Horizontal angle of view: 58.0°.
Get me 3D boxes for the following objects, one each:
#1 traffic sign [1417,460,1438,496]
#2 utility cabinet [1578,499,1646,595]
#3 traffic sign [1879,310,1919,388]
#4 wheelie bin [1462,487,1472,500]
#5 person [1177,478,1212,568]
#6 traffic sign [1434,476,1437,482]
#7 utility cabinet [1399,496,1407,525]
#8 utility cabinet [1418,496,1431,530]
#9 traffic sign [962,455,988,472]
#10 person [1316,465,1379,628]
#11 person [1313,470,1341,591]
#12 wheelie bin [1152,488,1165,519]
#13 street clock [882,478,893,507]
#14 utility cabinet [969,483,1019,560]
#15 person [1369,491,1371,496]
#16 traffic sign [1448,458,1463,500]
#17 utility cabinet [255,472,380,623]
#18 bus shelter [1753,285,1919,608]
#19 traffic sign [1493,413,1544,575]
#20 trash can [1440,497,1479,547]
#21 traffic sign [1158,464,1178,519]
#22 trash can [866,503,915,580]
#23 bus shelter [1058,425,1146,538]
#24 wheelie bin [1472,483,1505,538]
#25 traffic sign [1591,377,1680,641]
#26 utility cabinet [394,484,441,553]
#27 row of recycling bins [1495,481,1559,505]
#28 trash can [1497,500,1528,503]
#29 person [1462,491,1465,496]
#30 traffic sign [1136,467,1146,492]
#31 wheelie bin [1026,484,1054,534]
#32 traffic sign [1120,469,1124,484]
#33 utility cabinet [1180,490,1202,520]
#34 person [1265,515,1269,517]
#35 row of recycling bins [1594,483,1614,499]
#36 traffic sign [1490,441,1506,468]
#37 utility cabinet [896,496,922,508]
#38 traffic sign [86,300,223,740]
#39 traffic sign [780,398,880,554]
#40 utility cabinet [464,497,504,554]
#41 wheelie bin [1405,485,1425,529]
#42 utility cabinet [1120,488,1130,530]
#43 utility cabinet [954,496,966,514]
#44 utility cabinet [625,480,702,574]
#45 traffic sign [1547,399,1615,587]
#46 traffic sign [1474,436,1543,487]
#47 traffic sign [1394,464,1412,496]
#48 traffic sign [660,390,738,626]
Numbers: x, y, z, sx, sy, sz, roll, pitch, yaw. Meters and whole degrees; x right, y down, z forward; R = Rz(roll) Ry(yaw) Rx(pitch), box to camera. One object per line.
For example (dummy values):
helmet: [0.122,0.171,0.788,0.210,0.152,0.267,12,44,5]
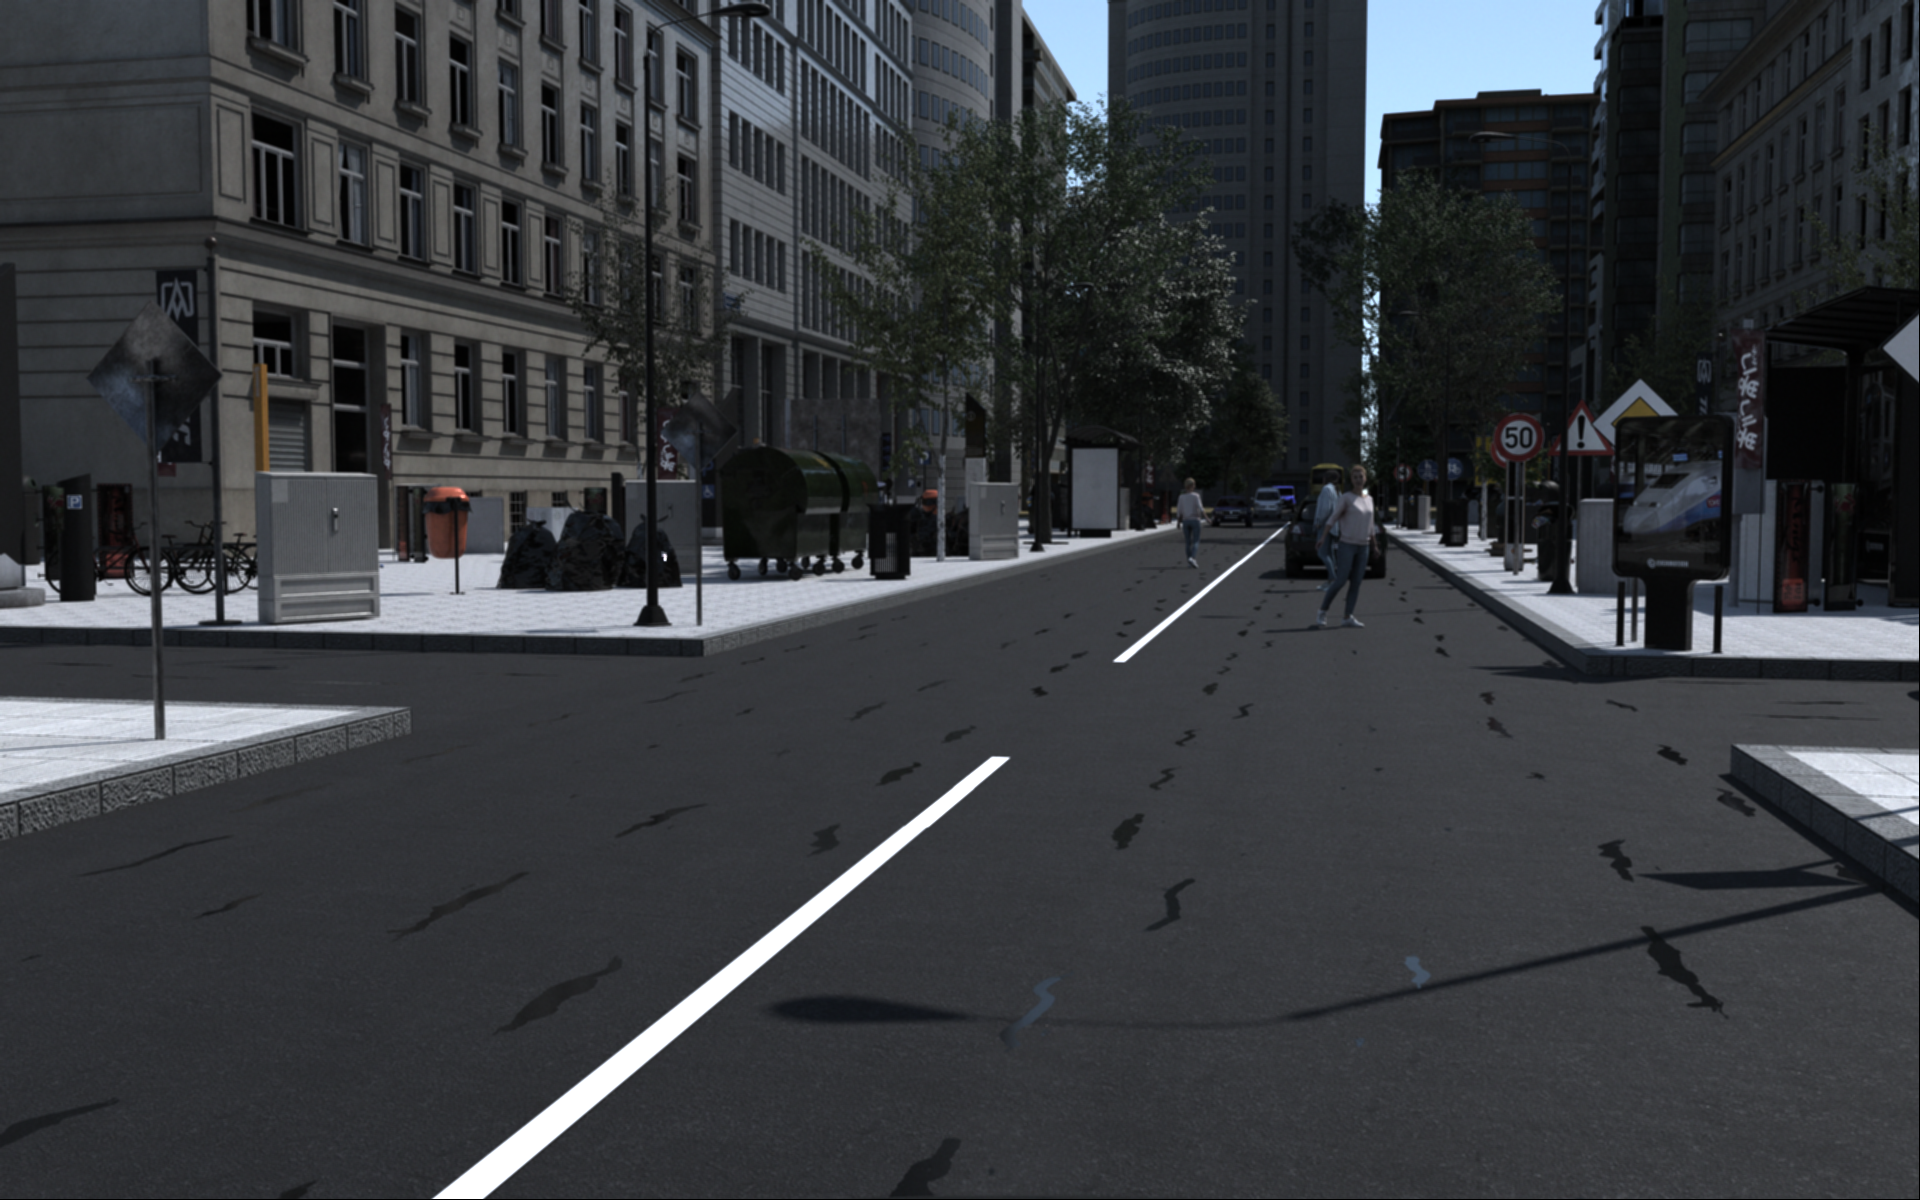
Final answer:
traffic sign: [17.270,-3.905,63.953,0.768,2.556,0.104,1,4,17]
utility cabinet: [8.471,-0.673,22.163,1.020,1.237,0.306,2,4,33]
traffic sign: [4.225,-0.218,7.213,0.795,2.450,0.064,1,4,12]
wheelie bin: [24.452,-4.574,82.692,0.980,1.594,0.693,-2,4,-31]
person: [4.527,-1.492,33.568,0.731,1.740,0.598,1,4,18]
traffic sign: [23.766,-5.227,85.563,0.768,2.556,0.104,1,4,16]
utility cabinet: [18.508,-3.721,72.001,0.306,1.237,1.020,2,4,32]
utility cabinet: [16.638,-3.112,62.041,0.306,1.237,1.020,2,4,24]
traffic sign: [0.421,-3.070,50.296,0.768,2.556,0.104,1,4,18]
person: [4.092,-0.581,18.672,0.731,1.740,0.598,-3,4,-38]
person: [5.491,-1.039,25.749,0.793,1.790,0.793,0,4,-5]
wheelie bin: [10.147,-4.925,88.436,0.980,1.594,0.693,3,5,44]
street clock: [-3.243,-4.478,77.778,0.471,2.002,0.358,1,4,11]
utility cabinet: [0.672,-1.533,33.747,0.318,1.500,1.173,3,5,41]
person: [39.210,-9.573,165.950,0.436,1.711,0.756,3,5,43]
traffic sign: [17.392,-3.744,61.312,0.768,2.556,0.104,1,4,13]
utility cabinet: [-6.431,-0.533,17.391,0.318,1.500,1.173,3,4,38]
bus shelter: [11.673,-1.904,22.407,1.731,3.624,6.357,1,4,12]
traffic sign: [8.803,-1.666,27.353,0.768,2.556,0.104,1,4,13]
trash can: [12.101,-1.876,42.326,0.748,1.137,0.748,0,3,0]
traffic sign: [8.965,-4.573,74.774,0.884,2.594,0.081,1,4,17]
trash can: [-1.051,-0.881,26.058,0.748,1.137,0.748,0,3,0]
bus shelter: [4.435,-3.641,53.451,2.014,3.302,5.546,1,4,12]
wheelie bin: [15.450,-2.596,50.347,0.693,1.594,0.980,2,4,31]
traffic sign: [5.870,-0.696,15.028,0.795,2.450,0.064,1,4,12]
utility cabinet: [-11.788,-1.771,37.631,1.173,1.500,0.318,2,4,32]
row of recycling bins: [18.066,-2.953,55.399,1.069,1.692,3.534,-1,4,-13]
trash can: [13.858,-1.947,43.481,0.748,1.137,0.748,0,3,0]
person: [48.523,-9.613,166.616,0.436,1.711,0.756,1,4,18]
traffic sign: [8.721,-5.012,81.949,0.884,2.594,0.081,1,4,21]
wheelie bin: [2.628,-2.936,55.913,0.980,1.594,0.693,-3,4,-39]
traffic sign: [7.985,-5.304,86.833,0.768,2.556,0.104,1,4,16]
utility cabinet: [11.398,-4.692,85.392,1.173,1.500,0.318,-2,4,-34]
person: [18.954,-5.859,107.534,0.697,1.427,0.421,0,4,7]
row of recycling bins: [24.367,-3.467,63.794,3.534,1.692,1.069,-3,5,-44]
traffic sign: [11.003,-2.115,34.684,0.768,2.556,0.104,1,4,17]
utility cabinet: [-1.261,-2.302,48.795,1.020,1.237,0.306,1,4,13]
traffic sign: [-4.181,-0.327,8.996,0.795,2.450,0.064,1,4,12]
traffic sign: [-2.802,-2.642,37.069,2.265,3.308,0.079,1,4,16]
utility cabinet: [-10.366,-1.602,37.348,1.020,1.237,0.306,-1,4,-16]
wheelie bin: [16.601,-3.382,63.208,0.693,1.594,0.980,1,4,12]
utility cabinet: [5.815,-3.227,61.443,0.318,1.500,1.173,1,4,12]
utility cabinet: [0.315,-3.296,65.043,1.020,1.237,0.306,-2,4,-25]
utility cabinet: [-4.675,-1.140,27.321,1.173,1.500,0.318,-1,4,-11]
traffic sign: [8.550,-1.462,23.900,0.884,2.594,0.081,1,4,15]
traffic sign: [19.011,-4.049,60.071,2.265,3.308,0.079,1,4,18]
traffic sign: [18.557,-4.433,72.591,0.768,2.556,0.104,1,4,16]
traffic sign: [-2.537,-0.805,16.811,0.795,2.450,0.064,1,4,12]
